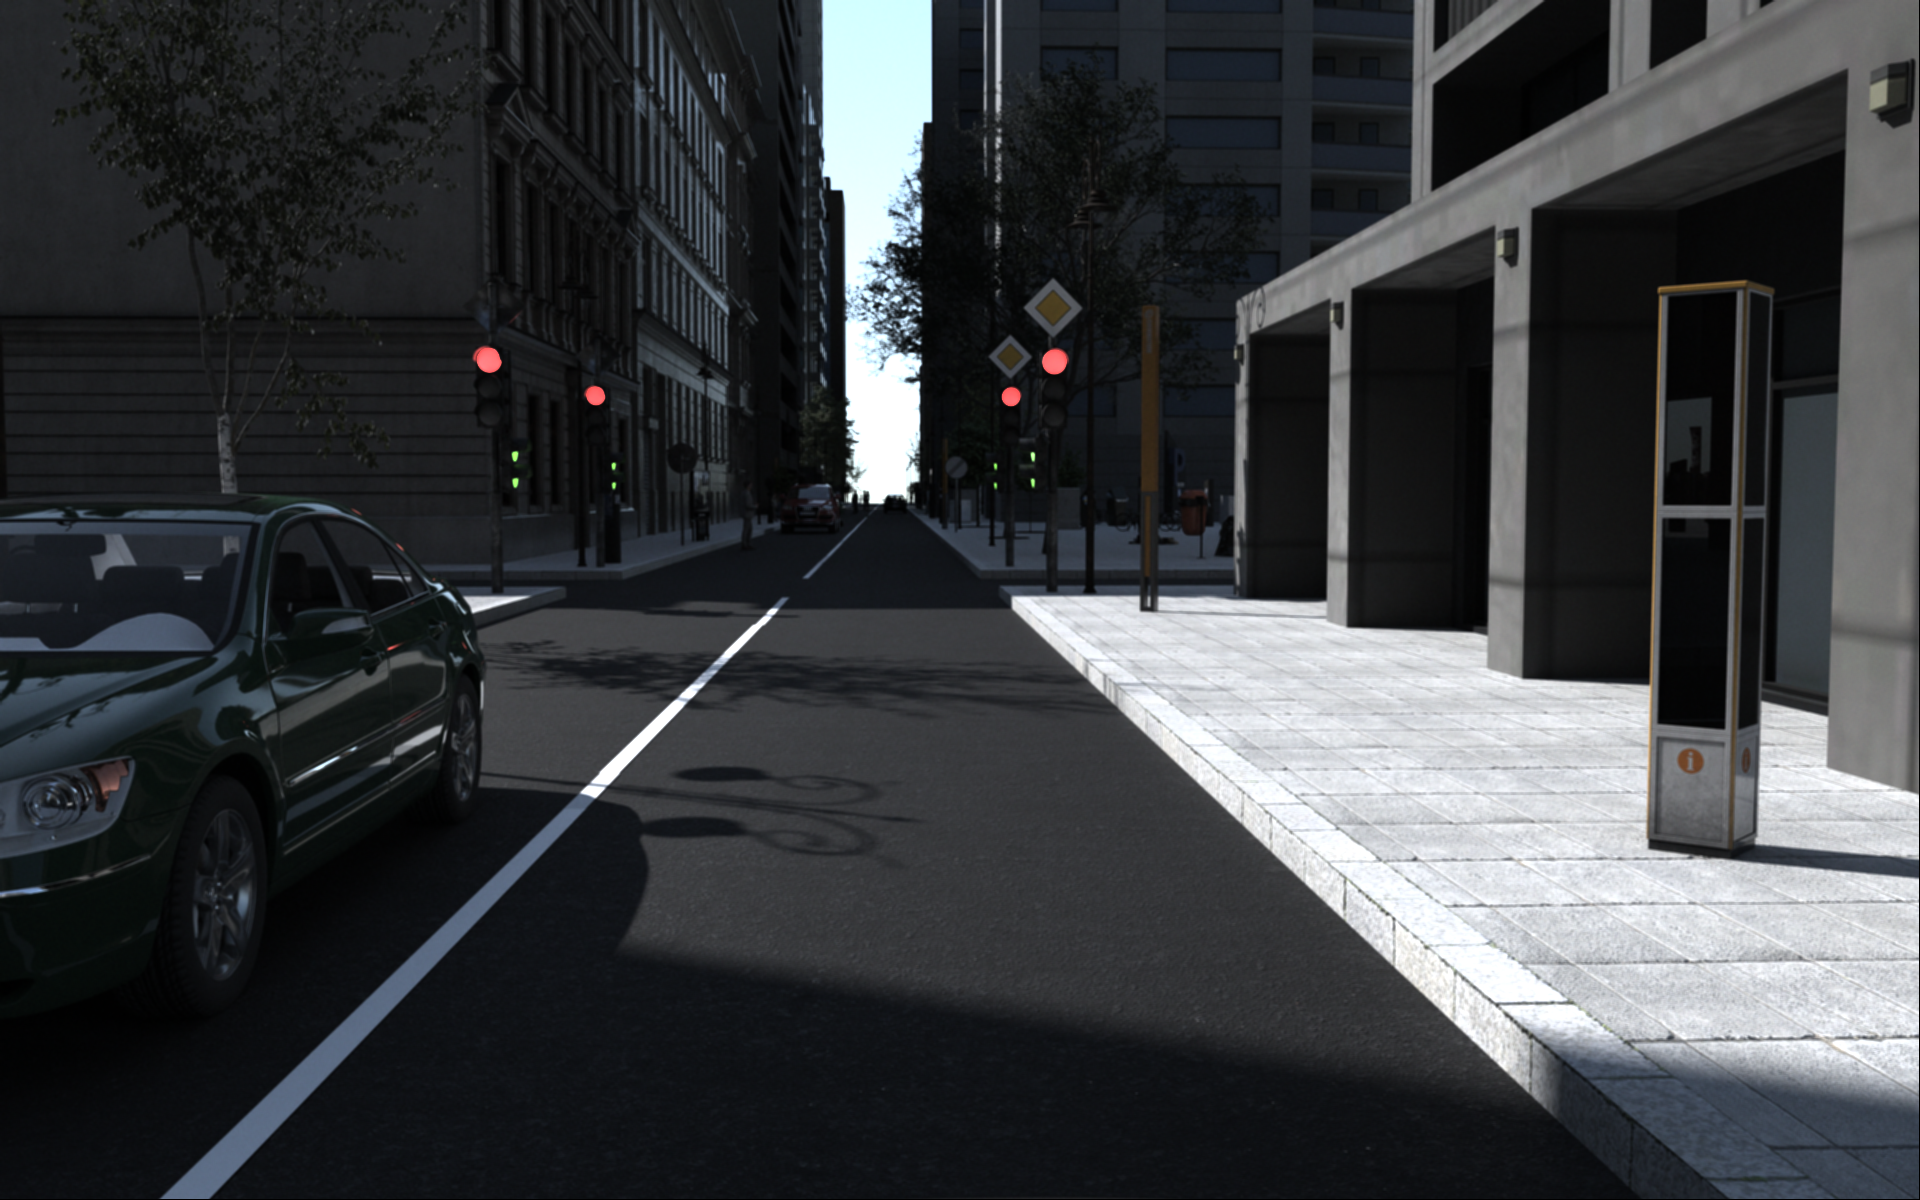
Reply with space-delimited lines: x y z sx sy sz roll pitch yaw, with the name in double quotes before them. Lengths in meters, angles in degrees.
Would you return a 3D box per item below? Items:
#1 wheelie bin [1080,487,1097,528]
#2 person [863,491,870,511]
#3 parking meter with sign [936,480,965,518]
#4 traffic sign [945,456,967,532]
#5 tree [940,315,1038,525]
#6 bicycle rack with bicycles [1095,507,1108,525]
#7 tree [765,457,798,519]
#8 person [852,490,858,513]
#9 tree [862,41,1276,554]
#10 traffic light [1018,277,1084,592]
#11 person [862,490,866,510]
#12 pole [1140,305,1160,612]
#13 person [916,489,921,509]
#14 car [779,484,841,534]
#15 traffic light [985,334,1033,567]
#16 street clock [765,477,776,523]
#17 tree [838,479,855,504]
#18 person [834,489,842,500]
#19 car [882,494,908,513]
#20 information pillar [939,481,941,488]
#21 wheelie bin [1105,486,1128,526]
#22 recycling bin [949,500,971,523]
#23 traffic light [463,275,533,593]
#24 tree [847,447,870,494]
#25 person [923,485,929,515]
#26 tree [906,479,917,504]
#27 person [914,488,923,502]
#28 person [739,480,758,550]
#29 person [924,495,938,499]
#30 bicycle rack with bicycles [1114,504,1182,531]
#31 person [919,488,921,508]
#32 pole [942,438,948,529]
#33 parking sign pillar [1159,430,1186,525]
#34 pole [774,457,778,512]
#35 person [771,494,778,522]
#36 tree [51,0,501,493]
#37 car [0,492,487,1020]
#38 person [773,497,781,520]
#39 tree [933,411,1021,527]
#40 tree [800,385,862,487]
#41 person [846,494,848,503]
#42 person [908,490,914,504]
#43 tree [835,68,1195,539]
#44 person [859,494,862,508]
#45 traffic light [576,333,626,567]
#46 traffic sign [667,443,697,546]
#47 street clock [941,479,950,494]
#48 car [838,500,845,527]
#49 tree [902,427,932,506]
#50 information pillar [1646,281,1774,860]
"wheelie bin" 4.925 -3.589 66.589 0.693 1.594 0.980 0 4 0
"person" -8.081 -8.598 149.862 0.721 1.735 1.217 -2 4 -31
"parking meter with sign" -0.465 -5.997 94.320 1.738 3.016 0.543 -2 4 -28
"traffic sign" -0.130 -3.549 58.139 0.768 2.556 0.104 0 4 3
"tree" 0.988 -7.457 72.286 4.737 8.622 4.395 0 3 0
"bicycle rack with bicycles" 5.325 -3.647 73.018 2.852 0.926 2.925 -1 4 -17
"tree" -9.405 -5.824 89.821 1.663 3.219 1.824 0 3 0
"person" -7.822 -7.311 128.581 0.434 1.755 0.990 2 4 26
"tree" 2.033 -6.235 36.353 8.767 10.594 7.601 -2 4 -27
"traffic light" 1.187 -2.060 22.607 0.839 4.253 0.868 0 4 -2
"person" -8.891 -9.297 160.522 0.705 1.822 1.348 0 4 -8
"pole" 2.069 -1.530 18.862 0.158 3.312 0.155 0 3 0
"person" -3.568 -8.831 150.872 0.683 1.767 0.568 3 4 39
"car" -5.550 -3.413 64.480 2.281 1.827 5.304 0 4 -2
"traffic light" 0.863 -2.548 30.586 0.839 4.253 0.868 0 4 -2
"street clock" -8.276 -4.343 75.584 0.471 2.002 0.358 3 5 41
"tree" -14.684 -13.725 219.004 1.663 3.219 1.824 0 3 0
"person" -13.724 -11.491 193.906 1.348 1.826 0.705 -3 4 -38
"car" -4.891 -7.383 130.504 2.009 1.686 4.222 0 4 -3
"information pillar" -0.995 -5.568 95.532 0.304 2.012 0.304 0 4 8
"wheelie bin" 6.230 -3.751 69.242 0.980 1.594 0.693 -2 4 -29
"recycling bin" 0.003 -3.931 76.824 0.722 1.027 0.722 3 5 43
"traffic light" -5.968 -2.042 22.302 0.839 4.253 0.868 0 4 -2
"tree" -16.080 -19.138 263.275 4.360 8.622 3.978 0 3 0
"person" -1.811 -5.959 103.459 0.713 1.824 0.794 -2 4 -35
"tree" -6.310 -14.234 227.334 1.663 3.219 1.824 0 3 0
"person" -3.981 -9.718 164.559 0.705 1.869 1.348 2 4 34
"person" -5.389 -2.194 44.564 0.583 1.804 0.606 -2 4 -25
"person" -2.178 -7.606 131.122 1.217 1.743 0.721 3 4 36
"bicycle rack with bicycles" 7.019 -2.885 60.548 2.925 0.926 2.852 1 4 15
"person" -3.613 -9.183 156.175 0.705 1.826 1.348 0 4 4
"pole" -0.558 -4.260 63.488 0.158 3.312 0.155 0 3 0
"parking sign pillar" 9.102 -5.188 73.298 1.447 3.967 1.447 2 4 32
"pole" -10.246 -6.293 96.741 0.158 3.312 0.155 0 3 0
"person" -8.644 -4.286 80.390 0.640 1.303 0.475 2 4 26
"tree" -6.870 -4.045 16.496 4.360 8.622 3.978 0 3 0
"car" -3.003 0.342 6.203 2.131 1.459 4.920 0 4 -3
"person" -9.112 -4.503 85.173 0.738 1.151 1.012 0 4 -3
"tree" 0.625 -5.101 67.117 4.285 4.588 4.351 0 3 0
"tree" -14.098 -16.038 180.354 7.486 12.596 7.792 0 3 0
"person" -17.071 -15.606 261.168 0.705 1.831 1.348 0 4 1
"person" -5.960 -12.697 214.360 1.217 1.735 0.721 2 4 26
"tree" 1.542 -8.509 49.490 12.009 13.543 11.850 0 3 0
"person" -10.171 -10.077 176.480 0.599 1.433 0.991 0 4 7
"traffic light" -6.291 -2.530 30.281 0.839 4.253 0.868 0 4 -2
"traffic sign" -6.918 -2.631 43.115 0.768 2.556 0.104 0 4 6
"street clock" -0.685 -4.697 81.360 0.358 2.002 0.471 -3 4 -38
"car" -6.139 -3.965 76.632 2.131 1.459 4.920 0 4 -1
"tree" -4.186 -14.777 191.973 4.360 8.622 3.978 0 3 0
"information pillar" 2.685 -0.105 6.209 0.304 2.012 0.304 3 5 41
